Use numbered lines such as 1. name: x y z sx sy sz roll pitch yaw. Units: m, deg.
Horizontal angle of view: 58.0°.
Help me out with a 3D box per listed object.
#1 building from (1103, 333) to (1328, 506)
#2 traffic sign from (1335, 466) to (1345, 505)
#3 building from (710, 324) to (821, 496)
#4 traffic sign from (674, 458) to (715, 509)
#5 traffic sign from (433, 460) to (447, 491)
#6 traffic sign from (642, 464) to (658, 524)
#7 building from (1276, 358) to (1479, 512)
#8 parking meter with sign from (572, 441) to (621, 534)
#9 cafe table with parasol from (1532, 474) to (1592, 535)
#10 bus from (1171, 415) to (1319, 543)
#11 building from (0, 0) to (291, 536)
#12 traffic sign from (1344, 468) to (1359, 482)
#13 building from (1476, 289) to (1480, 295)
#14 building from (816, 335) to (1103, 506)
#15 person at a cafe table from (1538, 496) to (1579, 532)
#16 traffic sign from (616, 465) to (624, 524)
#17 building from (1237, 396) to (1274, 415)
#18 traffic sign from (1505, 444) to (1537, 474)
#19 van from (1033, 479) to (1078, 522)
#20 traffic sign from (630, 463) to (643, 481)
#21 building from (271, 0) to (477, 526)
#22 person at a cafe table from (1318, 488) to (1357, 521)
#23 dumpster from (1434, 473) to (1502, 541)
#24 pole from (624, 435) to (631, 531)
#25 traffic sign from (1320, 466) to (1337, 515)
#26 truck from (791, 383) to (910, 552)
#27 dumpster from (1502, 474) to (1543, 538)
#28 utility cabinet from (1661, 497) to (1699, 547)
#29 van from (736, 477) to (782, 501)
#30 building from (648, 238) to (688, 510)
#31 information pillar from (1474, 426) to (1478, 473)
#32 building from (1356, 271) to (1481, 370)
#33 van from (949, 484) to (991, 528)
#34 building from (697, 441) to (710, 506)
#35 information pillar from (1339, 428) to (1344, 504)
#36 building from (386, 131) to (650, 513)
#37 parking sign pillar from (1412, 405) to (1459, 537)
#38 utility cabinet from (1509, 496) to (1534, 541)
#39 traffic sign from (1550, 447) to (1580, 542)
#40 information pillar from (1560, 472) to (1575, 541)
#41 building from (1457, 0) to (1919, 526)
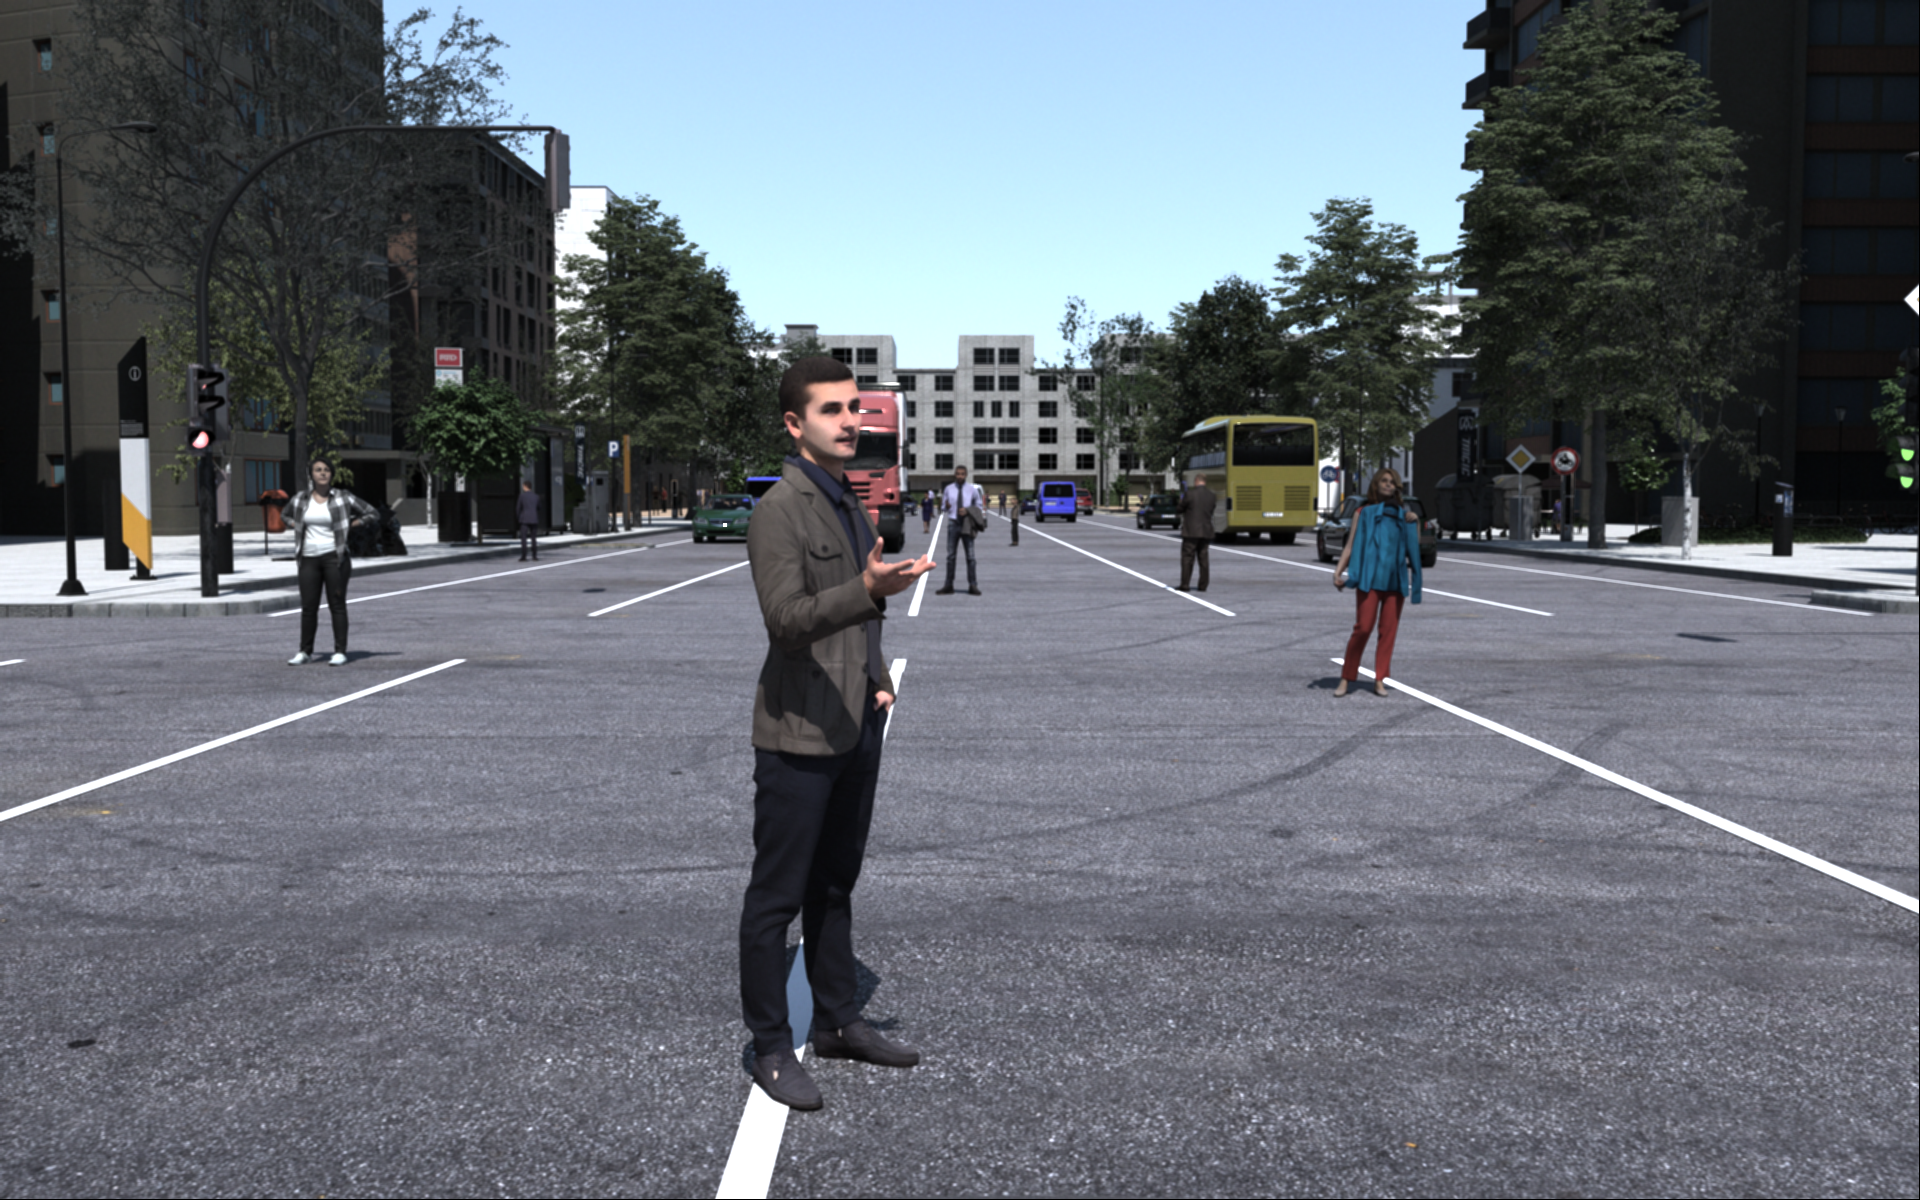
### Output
1. building: 31.563 -20.340 199.018 31.486 18.905 16.747 0 4 0
2. traffic sign: 17.384 -4.849 79.388 0.768 2.556 0.104 0 4 1
3. building: -21.641 -20.956 199.050 11.380 20.091 16.016 0 4 0
4. traffic sign: -14.355 -6.096 93.535 2.265 3.308 0.079 0 4 7
5. traffic sign: -15.149 -3.099 50.783 0.768 2.556 0.104 0 4 3
6. traffic sign: -13.289 -4.526 74.114 0.768 2.556 0.104 0 4 3
7. building: 29.404 -10.911 120.549 9.099 9.664 28.070 0 4 0
8. parking meter with sign: -11.749 -3.651 55.951 0.543 3.016 1.738 2 4 35
9. cafe table with parasol: 19.159 -3.070 55.062 2.610 1.966 2.610 0 4 -3
10. bus: 8.611 -3.781 53.372 2.896 3.916 12.252 0 4 1
11. building: -37.547 -12.321 46.483 27.650 21.520 28.899 0 4 0
12. traffic sign: 17.204 -4.663 76.340 0.768 2.556 0.104 0 4 3
13. building: 64.167 -18.649 148.882 32.646 21.610 27.936 0 4 0
14. building: -0.218 -20.434 200.548 31.486 18.905 16.747 0 4 0
15. person at a cafe table: 20.150 -2.930 58.772 1.726 1.238 1.698 -3 5 -41
16. traffic sign: -14.536 -4.567 74.782 0.768 2.556 0.104 0 4 8
17. building: 28.865 -12.625 148.563 9.099 9.664 28.070 0 4 0
18. traffic sign: 14.621 -2.778 45.148 0.795 2.593 0.064 1 4 9
19. van: 4.934 -5.190 89.240 2.240 2.365 5.245 0 3 0
20. traffic sign: -13.430 -4.355 71.315 0.768 2.556 0.104 0 4 6
21. building: -38.329 -23.296 72.768 32.217 40.220 23.993 0 4 0
22. person at a cafe table: 15.262 -3.657 68.303 1.698 1.524 1.622 -2 4 -35
23. dumpster: 14.076 -2.599 48.249 1.264 1.857 1.865 0 4 0
24. pole: -11.496 -4.036 59.827 0.158 3.312 0.155 0 3 0
25. traffic sign: 16.477 -4.732 77.474 0.768 2.556 0.104 0 4 3
26. truck: -2.687 -3.483 45.864 2.839 4.237 11.283 0 4 -1
27. dumpster: 16.356 -2.777 51.164 1.264 1.857 1.865 0 4 0
28. utility cabinet: 17.527 -1.896 42.162 0.306 1.237 1.020 -1 4 -15
29. van: -6.419 -3.395 59.887 2.240 2.365 5.245 0 3 0
30. building: -40.618 -18.592 147.952 32.646 21.610 27.936 0 4 0
31. information pillar: 17.626 -4.190 59.857 0.504 3.616 0.183 0 4 4
32. building: 41.977 -18.184 153.730 11.380 20.091 16.016 0 4 0
33. van: 0.336 -4.122 74.405 2.013 2.044 4.112 0 4 0
34. building: -33.788 -20.947 198.903 11.380 20.091 16.016 0 4 0
35. information pillar: 13.402 -4.252 60.878 0.183 3.616 0.504 0 4 1
36. building: -37.329 -16.448 112.900 27.936 21.610 32.646 0 4 0
37. parking sign pillar: 14.455 -3.930 52.734 1.447 3.967 1.447 1 4 9
38. utility cabinet: 15.618 -2.268 48.241 0.306 1.237 1.020 0 4 -4
39. traffic sign: 16.221 -2.839 46.519 0.768 2.556 0.104 0 4 6
40. information pillar: 16.537 -2.609 47.153 0.304 2.012 0.304 2 4 29
41. building: 36.502 -26.139 81.999 22.147 44.769 28.867 0 4 0
